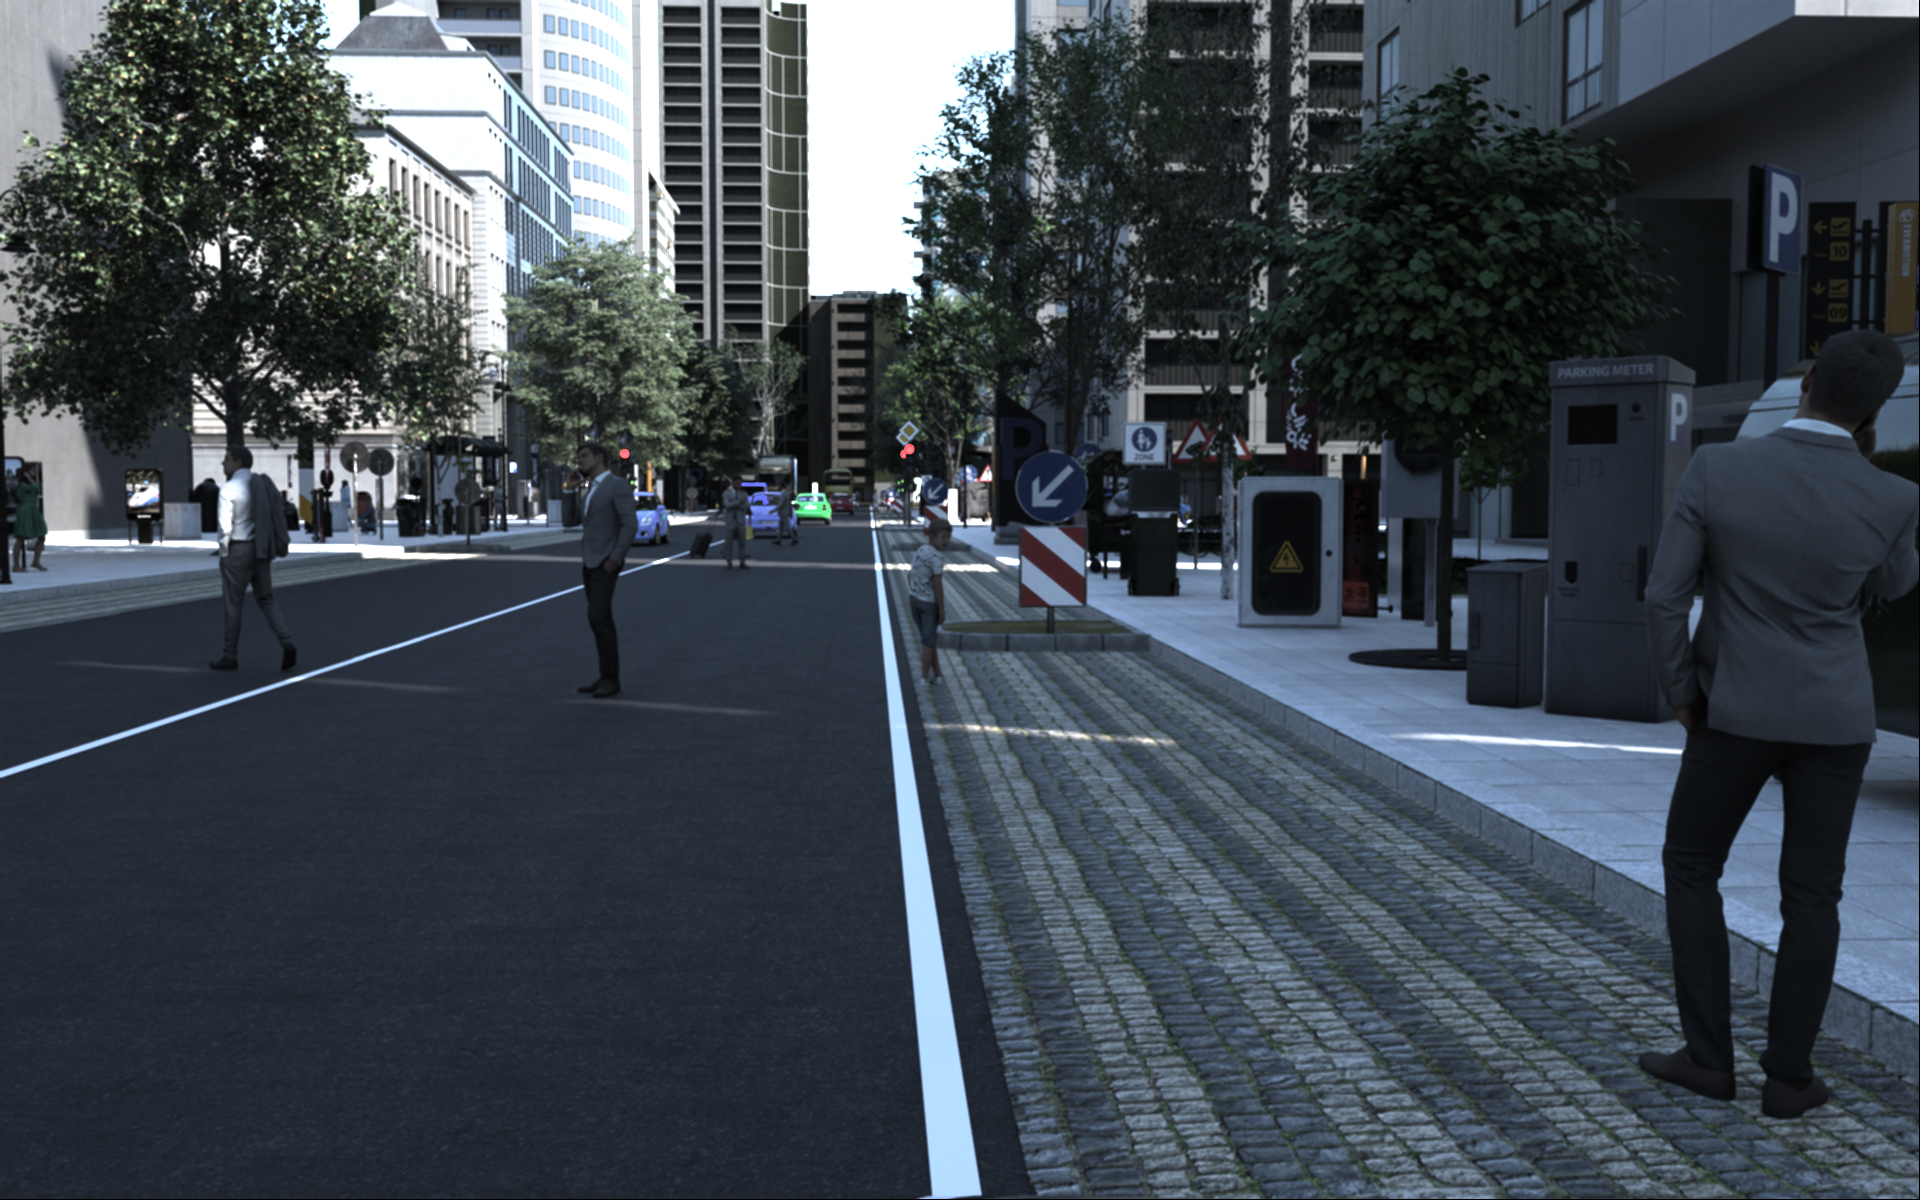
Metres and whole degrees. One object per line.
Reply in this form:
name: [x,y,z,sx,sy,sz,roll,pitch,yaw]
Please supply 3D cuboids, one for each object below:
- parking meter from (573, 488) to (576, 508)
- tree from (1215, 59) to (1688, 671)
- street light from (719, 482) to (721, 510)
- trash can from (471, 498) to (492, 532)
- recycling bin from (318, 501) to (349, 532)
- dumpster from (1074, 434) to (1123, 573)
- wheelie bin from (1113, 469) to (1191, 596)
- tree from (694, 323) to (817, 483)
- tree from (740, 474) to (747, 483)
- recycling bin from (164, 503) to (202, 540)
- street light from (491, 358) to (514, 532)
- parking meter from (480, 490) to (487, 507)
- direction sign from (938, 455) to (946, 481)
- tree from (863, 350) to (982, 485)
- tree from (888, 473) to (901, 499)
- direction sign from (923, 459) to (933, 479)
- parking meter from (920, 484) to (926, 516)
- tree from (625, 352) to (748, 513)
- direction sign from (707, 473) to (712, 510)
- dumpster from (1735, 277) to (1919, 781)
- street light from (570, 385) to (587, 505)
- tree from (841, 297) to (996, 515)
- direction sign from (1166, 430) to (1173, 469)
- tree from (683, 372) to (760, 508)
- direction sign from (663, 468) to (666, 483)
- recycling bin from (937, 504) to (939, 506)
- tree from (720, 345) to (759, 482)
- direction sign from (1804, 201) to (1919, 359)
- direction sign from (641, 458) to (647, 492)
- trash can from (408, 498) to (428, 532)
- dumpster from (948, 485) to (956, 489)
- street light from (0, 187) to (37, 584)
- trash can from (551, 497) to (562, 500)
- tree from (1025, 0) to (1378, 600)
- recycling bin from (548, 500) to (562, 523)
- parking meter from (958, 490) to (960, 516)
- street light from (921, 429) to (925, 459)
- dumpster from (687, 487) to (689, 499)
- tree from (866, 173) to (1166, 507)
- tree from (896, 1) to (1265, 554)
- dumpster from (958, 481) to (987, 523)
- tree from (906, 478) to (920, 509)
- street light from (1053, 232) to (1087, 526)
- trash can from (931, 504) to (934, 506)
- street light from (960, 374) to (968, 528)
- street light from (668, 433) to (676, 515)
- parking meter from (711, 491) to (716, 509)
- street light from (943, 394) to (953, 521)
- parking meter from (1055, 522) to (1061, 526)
parking meter: [-17.240,-4.365,77.077,0.255,1.863,0.399,-1,4,-20]
tree: [3.773,-1.797,13.089,4.285,4.588,4.351,0,3,0]
street light: [-19.730,-10.371,142.355,0.468,5.910,1.993,0,4,-3]
trash can: [-16.232,-2.872,58.611,0.748,1.137,0.748,0,3,0]
recycling bin: [-21.299,-2.831,58.844,0.722,1.027,0.722,2,4,27]
dumpster: [2.568,-1.612,28.846,1.502,2.255,1.985,0,4,-3]
wheelie bin: [2.434,-0.860,21.973,0.980,1.594,0.693,0,4,7]
tree: [-23.342,-20.560,192.050,12.611,20.169,13.585,0,3,0]
tree: [-21.584,-10.740,170.201,1.663,3.219,1.824,0,3,0]
recycling bin: [-22.006,-2.231,49.033,0.722,1.027,0.722,2,4,28]
street light: [-15.528,-5.271,58.971,0.468,5.910,1.993,0,4,-3]
parking meter: [-26.579,-5.391,96.561,0.372,1.533,0.369,0,3,0]
direction sign: [-1.018,-6.635,100.472,0.379,3.537,0.876,2,4,29]
tree: [-2.621,-13.124,131.582,9.611,12.733,9.660,0,3,0]
tree: [-6.635,-14.935,194.553,4.737,8.622,4.395,0,3,0]
direction sign: [-2.086,-7.369,112.482,0.876,3.537,0.379,-3,5,-41]
parking meter: [-2.136,-5.789,100.361,0.255,1.863,0.399,-2,4,-27]
tree: [-18.365,-11.007,114.379,8.767,10.594,7.601,-1,4,-11]
direction sign: [-20.502,-9.118,141.071,0.876,3.537,0.379,3,5,39]
dumpster: [4.219,-0.269,6.887,1.502,2.255,1.985,0,4,-3]
street light: [-16.189,-6.166,73.600,0.468,5.910,1.993,0,4,-3]
tree: [-2.072,-11.974,106.139,12.009,13.543,11.850,0,3,0]
direction sign: [7.159,-4.214,60.903,0.876,3.537,0.379,-3,5,-41]
tree: [-21.521,-14.446,154.315,7.486,12.596,7.792,0,3,0]
direction sign: [-20.581,-7.805,119.608,0.379,3.537,0.876,1,4,22]
recycling bin: [-0.807,-5.033,94.848,0.722,1.027,0.722,-1,4,-21]
tree: [-20.633,-14.008,135.681,9.857,13.997,8.962,0,3,0]
direction sign: [7.028,-1.316,13.515,0.876,3.537,0.379,0,4,5]
direction sign: [-19.901,-7.170,109.224,0.379,3.537,0.876,1,4,15]
trash can: [-17.657,-2.727,56.242,0.748,1.137,0.748,0,3,0]
dumpster: [-0.414,-6.626,114.093,1.264,1.857,1.865,0,4,-3]
street light: [-13.618,-3.165,24.534,0.468,5.910,1.993,0,4,-3]
trash can: [-18.178,-4.097,78.638,0.748,1.137,0.748,0,3,0]
tree: [3.024,-4.309,20.814,4.360,8.622,3.978,0,3,0]
recycling bin: [-17.852,-3.915,76.559,0.722,1.027,0.722,-1,4,-21]
parking meter: [-0.178,-5.722,101.965,0.372,1.533,0.369,0,3,0]
street light: [-2.423,-8.666,114.471,0.468,5.910,1.993,0,4,-3]
dumpster: [-22.223,-8.713,144.945,1.502,2.255,1.985,0,4,-3]
tree: [1.757,-7.066,49.943,8.767,10.594,7.601,-1,4,-15]
tree: [2.488,-6.801,36.945,9.928,11.665,9.643,0,3,0]
dumpster: [0.618,-4.416,77.963,1.264,1.857,1.865,0,4,-3]
tree: [-4.377,-9.661,152.565,1.663,3.219,1.824,0,3,0]
street light: [1.955,-3.548,30.795,0.468,5.910,1.993,0,4,-3]
trash can: [-1.353,-5.319,98.619,0.748,1.137,0.748,0,3,0]
street light: [0.196,-5.644,65.072,0.468,5.910,1.993,0,4,-3]
street light: [-18.018,-8.273,108.049,0.468,5.910,1.993,0,4,-3]
parking meter: [-20.765,-8.411,145.930,0.372,1.533,0.369,0,3,0]
street light: [-0.581,-6.563,80.095,0.468,5.910,1.993,0,4,-3]
parking meter: [2.784,-2.540,49.948,0.372,1.533,0.369,0,3,0]
